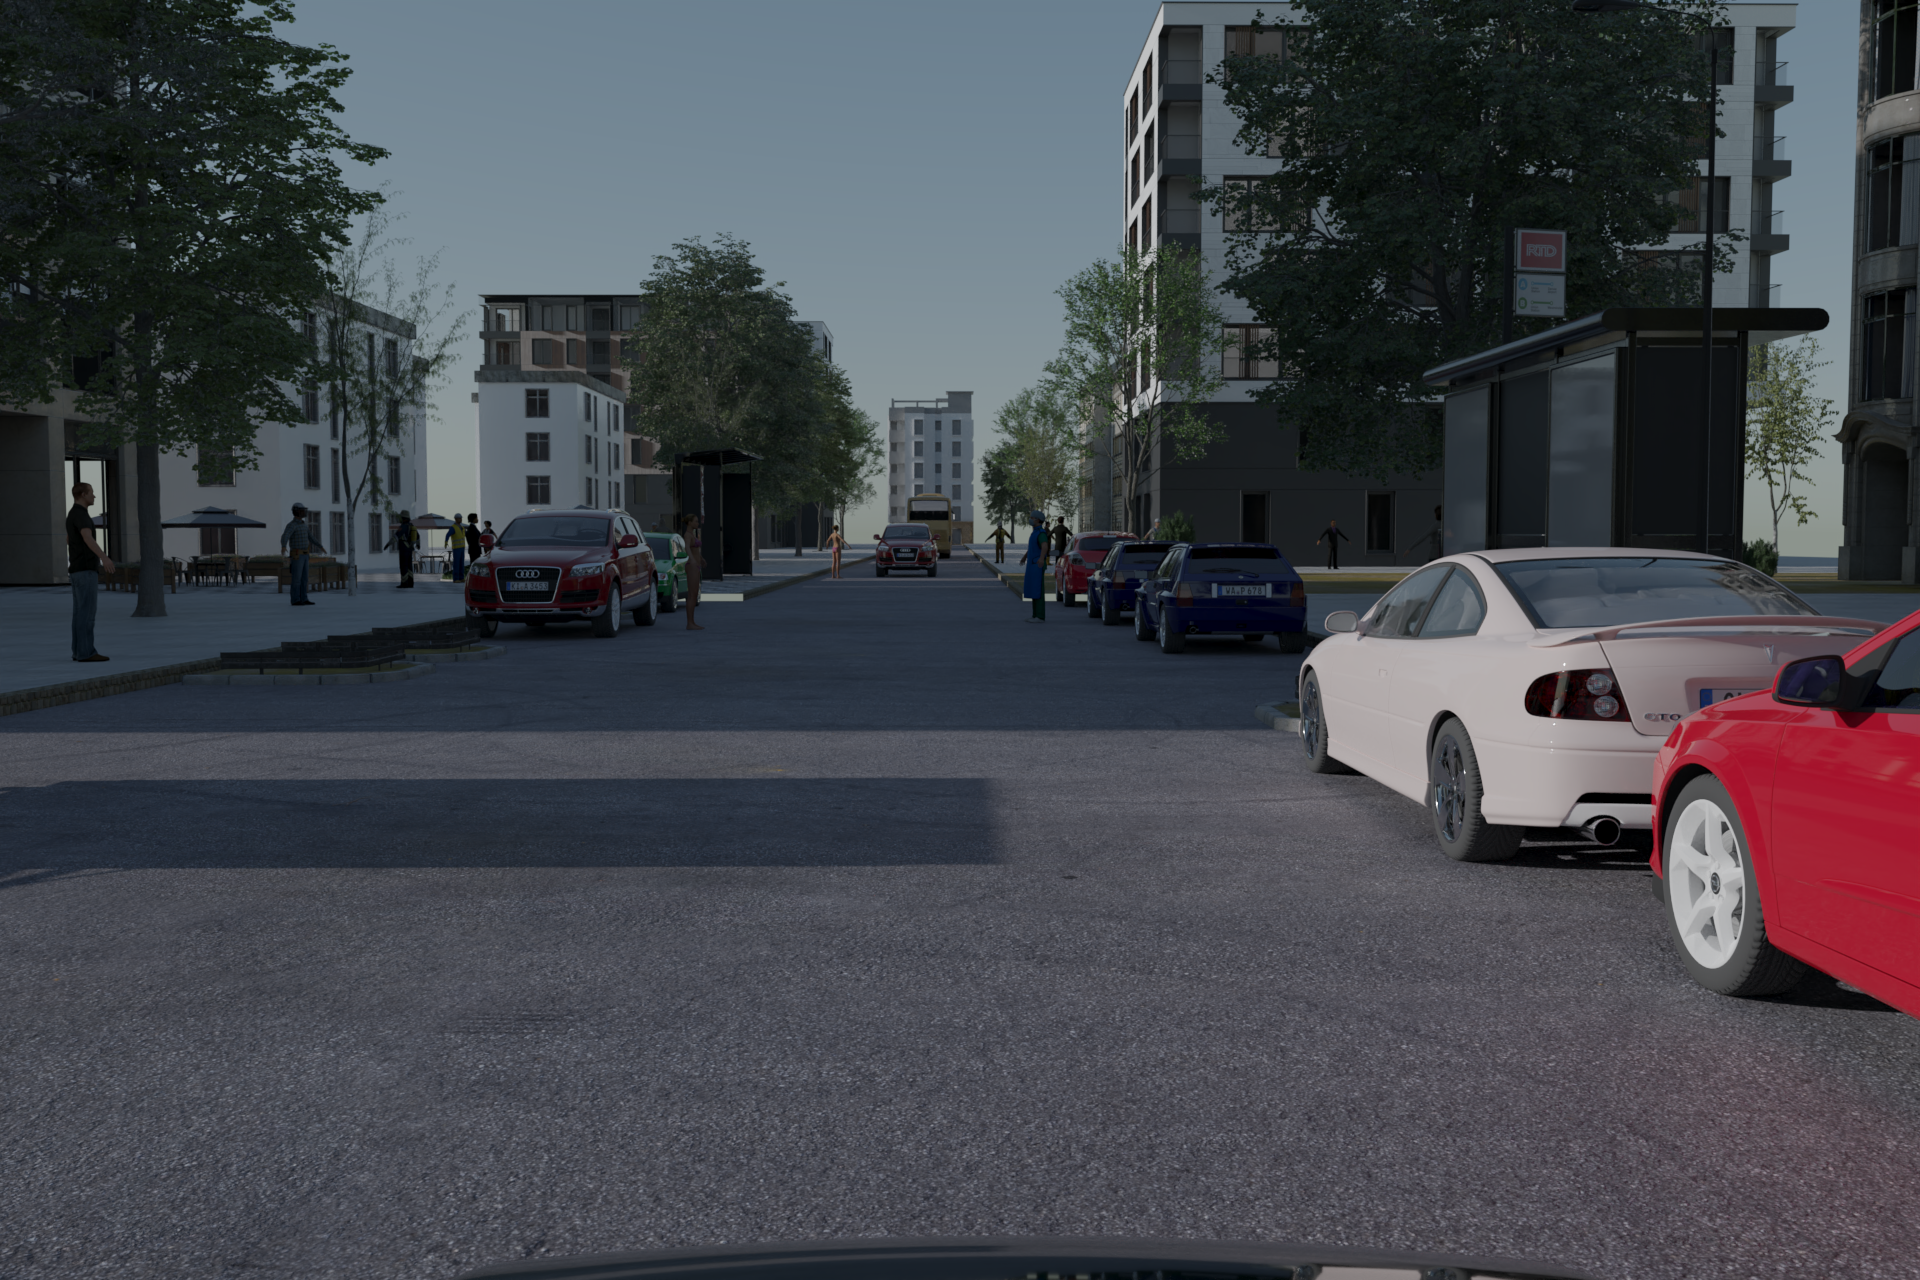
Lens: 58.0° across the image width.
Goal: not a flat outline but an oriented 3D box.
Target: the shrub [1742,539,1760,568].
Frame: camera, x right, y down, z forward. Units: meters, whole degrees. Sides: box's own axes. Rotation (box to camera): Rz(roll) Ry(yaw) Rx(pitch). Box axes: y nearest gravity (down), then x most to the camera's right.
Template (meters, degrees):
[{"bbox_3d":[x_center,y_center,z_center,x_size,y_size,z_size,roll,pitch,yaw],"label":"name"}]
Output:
[{"bbox_3d":[19.167,-1.934,42.733,1.383,1.207,1.383,0,3,0],"label":"shrub"}]

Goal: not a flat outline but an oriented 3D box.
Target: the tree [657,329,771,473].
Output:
[{"bbox_3d":[-9.634,-6.895,63.088,4.360,8.622,3.978,0,3,0],"label":"tree"}]

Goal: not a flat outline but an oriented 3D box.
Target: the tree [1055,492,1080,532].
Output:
[{"bbox_3d":[14.974,-17.415,235.090,4.737,8.622,4.395,0,3,0],"label":"tree"}]

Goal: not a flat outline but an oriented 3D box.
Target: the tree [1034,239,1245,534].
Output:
[{"bbox_3d":[6.165,-8.297,61.415,9.928,11.665,9.643,0,3,0],"label":"tree"}]

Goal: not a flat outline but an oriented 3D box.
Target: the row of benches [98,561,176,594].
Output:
[{"bbox_3d":[-18.393,-1.413,38.571,1.422,0.672,4.104,-3,5,-41],"label":"row of benches"}]

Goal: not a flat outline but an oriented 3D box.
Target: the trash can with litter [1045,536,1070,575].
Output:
[{"bbox_3d":[3.283,-2.609,53.723,1.678,1.210,2.233,0,4,-1],"label":"trash can with litter"}]

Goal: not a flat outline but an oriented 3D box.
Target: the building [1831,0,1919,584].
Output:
[{"bbox_3d":[29.002,-12.878,27.201,14.369,24.946,33.146,0,4,0],"label":"building"}]

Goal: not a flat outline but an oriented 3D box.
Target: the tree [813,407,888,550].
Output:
[{"bbox_3d":[-9.435,-13.132,140.470,9.928,11.665,9.643,0,3,0],"label":"tree"}]

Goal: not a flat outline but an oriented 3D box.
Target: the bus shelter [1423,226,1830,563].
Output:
[{"bbox_3d":[6.951,-2.613,20.361,2.179,5.291,8.768,0,4,-1],"label":"bus shelter"}]

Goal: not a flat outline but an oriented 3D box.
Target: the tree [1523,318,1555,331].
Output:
[{"bbox_3d":[19.161,-6.521,56.974,4.360,8.622,3.978,0,3,0],"label":"tree"}]

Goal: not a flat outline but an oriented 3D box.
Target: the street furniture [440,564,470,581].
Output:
[{"bbox_3d":[-11.922,-2.205,51.679,5.734,0.657,10.072,0,4,2],"label":"street furniture"}]

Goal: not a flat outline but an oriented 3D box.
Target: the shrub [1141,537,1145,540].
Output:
[{"bbox_3d":[5.590,-2.529,52.468,1.383,1.207,1.383,0,3,0],"label":"shrub"}]

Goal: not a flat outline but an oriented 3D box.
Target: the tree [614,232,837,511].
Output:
[{"bbox_3d":[-9.707,-10.196,73.354,9.857,13.997,8.962,0,3,0],"label":"tree"}]

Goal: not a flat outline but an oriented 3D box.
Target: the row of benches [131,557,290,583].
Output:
[{"bbox_3d":[-19.539,-1.835,45.467,4.104,0.672,1.422,0,4,-1],"label":"row of benches"}]

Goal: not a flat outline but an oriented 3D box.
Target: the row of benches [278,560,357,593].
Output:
[{"bbox_3d":[-14.584,-1.461,39.352,1.422,0.672,4.104,0,4,-4],"label":"row of benches"}]

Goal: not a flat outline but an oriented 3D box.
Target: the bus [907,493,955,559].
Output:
[{"bbox_3d":[-1.761,-6.897,104.305,2.896,3.916,12.252,0,3,0],"label":"bus"}]

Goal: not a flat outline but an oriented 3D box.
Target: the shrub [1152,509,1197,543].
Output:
[{"bbox_3d":[6.921,-3.132,55.250,1.661,2.075,1.752,0,3,0],"label":"shrub"}]

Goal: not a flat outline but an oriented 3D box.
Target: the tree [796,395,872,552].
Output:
[{"bbox_3d":[-10.153,-12.292,126.737,9.928,11.665,9.643,0,3,0],"label":"tree"}]

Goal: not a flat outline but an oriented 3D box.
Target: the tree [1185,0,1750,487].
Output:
[{"bbox_3d":[9.426,-7.692,32.415,9.857,13.997,8.962,0,3,0],"label":"tree"}]

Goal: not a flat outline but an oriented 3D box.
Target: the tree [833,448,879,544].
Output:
[{"bbox_3d":[-16.226,-19.740,233.125,12.009,13.543,11.850,0,3,0],"label":"tree"}]

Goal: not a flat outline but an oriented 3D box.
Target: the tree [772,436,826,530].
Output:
[{"bbox_3d":[-10.013,-9.557,106.619,4.360,8.622,3.978,0,3,0],"label":"tree"}]

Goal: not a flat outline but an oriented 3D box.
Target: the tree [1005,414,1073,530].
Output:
[{"bbox_3d":[5.331,-9.538,106.308,4.360,8.622,3.978,0,3,0],"label":"tree"}]

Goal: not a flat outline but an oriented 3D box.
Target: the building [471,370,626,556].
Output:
[{"bbox_3d":[-24.389,-9.839,103.013,9.099,9.664,28.070,0,4,-1],"label":"building"}]

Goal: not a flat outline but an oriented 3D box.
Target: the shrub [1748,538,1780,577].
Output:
[{"bbox_3d":[22.481,-2.293,48.608,1.383,1.207,1.383,0,3,0],"label":"shrub"}]

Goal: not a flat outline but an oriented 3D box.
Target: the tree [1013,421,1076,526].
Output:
[{"bbox_3d":[5.247,-9.902,112.255,4.737,8.622,4.395,0,3,0],"label":"tree"}]

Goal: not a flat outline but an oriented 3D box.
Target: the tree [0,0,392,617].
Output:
[{"bbox_3d":[-12.839,-6.653,26.908,7.486,12.596,7.792,0,3,0],"label":"tree"}]

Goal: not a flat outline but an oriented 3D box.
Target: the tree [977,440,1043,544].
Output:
[{"bbox_3d":[7.179,-19.908,232.151,9.857,13.997,8.962,0,3,0],"label":"tree"}]

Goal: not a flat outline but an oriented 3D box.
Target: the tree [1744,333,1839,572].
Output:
[{"bbox_3d":[26.459,-6.476,56.238,4.737,8.622,4.395,0,3,0],"label":"tree"}]

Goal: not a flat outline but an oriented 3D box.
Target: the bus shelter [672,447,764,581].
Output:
[{"bbox_3d":[-6.915,-3.594,50.053,1.731,3.624,6.357,0,4,1],"label":"bus shelter"}]

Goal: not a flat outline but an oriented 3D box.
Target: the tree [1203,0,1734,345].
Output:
[{"bbox_3d":[12.933,-11.620,45.869,12.611,20.169,13.585,0,3,0],"label":"tree"}]

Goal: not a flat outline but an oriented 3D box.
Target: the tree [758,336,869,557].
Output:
[{"bbox_3d":[-8.870,-11.056,98.898,7.486,12.596,7.792,0,3,0],"label":"tree"}]

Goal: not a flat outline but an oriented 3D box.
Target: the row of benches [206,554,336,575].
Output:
[{"bbox_3d":[-21.775,-2.390,54.539,4.104,0.672,1.422,0,4,3],"label":"row of benches"}]

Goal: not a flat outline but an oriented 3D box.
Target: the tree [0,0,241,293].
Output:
[{"bbox_3d":[-12.515,-6.441,15.674,12.009,13.543,11.850,0,3,0],"label":"tree"}]

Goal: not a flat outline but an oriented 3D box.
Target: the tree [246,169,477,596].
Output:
[{"bbox_3d":[-12.865,-5.222,35.738,4.360,8.622,3.978,0,3,0],"label":"tree"}]

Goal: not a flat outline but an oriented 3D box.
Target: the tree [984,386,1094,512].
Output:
[{"bbox_3d":[5.531,-11.871,119.844,9.928,11.665,9.643,0,3,0],"label":"tree"}]

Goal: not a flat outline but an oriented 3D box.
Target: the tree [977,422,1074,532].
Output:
[{"bbox_3d":[5.681,-12.437,137.765,7.601,10.594,8.767,3,4,36],"label":"tree"}]

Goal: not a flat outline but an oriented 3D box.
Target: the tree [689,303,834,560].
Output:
[{"bbox_3d":[-10.018,-10.204,84.958,7.486,12.596,7.792,0,3,0],"label":"tree"}]
